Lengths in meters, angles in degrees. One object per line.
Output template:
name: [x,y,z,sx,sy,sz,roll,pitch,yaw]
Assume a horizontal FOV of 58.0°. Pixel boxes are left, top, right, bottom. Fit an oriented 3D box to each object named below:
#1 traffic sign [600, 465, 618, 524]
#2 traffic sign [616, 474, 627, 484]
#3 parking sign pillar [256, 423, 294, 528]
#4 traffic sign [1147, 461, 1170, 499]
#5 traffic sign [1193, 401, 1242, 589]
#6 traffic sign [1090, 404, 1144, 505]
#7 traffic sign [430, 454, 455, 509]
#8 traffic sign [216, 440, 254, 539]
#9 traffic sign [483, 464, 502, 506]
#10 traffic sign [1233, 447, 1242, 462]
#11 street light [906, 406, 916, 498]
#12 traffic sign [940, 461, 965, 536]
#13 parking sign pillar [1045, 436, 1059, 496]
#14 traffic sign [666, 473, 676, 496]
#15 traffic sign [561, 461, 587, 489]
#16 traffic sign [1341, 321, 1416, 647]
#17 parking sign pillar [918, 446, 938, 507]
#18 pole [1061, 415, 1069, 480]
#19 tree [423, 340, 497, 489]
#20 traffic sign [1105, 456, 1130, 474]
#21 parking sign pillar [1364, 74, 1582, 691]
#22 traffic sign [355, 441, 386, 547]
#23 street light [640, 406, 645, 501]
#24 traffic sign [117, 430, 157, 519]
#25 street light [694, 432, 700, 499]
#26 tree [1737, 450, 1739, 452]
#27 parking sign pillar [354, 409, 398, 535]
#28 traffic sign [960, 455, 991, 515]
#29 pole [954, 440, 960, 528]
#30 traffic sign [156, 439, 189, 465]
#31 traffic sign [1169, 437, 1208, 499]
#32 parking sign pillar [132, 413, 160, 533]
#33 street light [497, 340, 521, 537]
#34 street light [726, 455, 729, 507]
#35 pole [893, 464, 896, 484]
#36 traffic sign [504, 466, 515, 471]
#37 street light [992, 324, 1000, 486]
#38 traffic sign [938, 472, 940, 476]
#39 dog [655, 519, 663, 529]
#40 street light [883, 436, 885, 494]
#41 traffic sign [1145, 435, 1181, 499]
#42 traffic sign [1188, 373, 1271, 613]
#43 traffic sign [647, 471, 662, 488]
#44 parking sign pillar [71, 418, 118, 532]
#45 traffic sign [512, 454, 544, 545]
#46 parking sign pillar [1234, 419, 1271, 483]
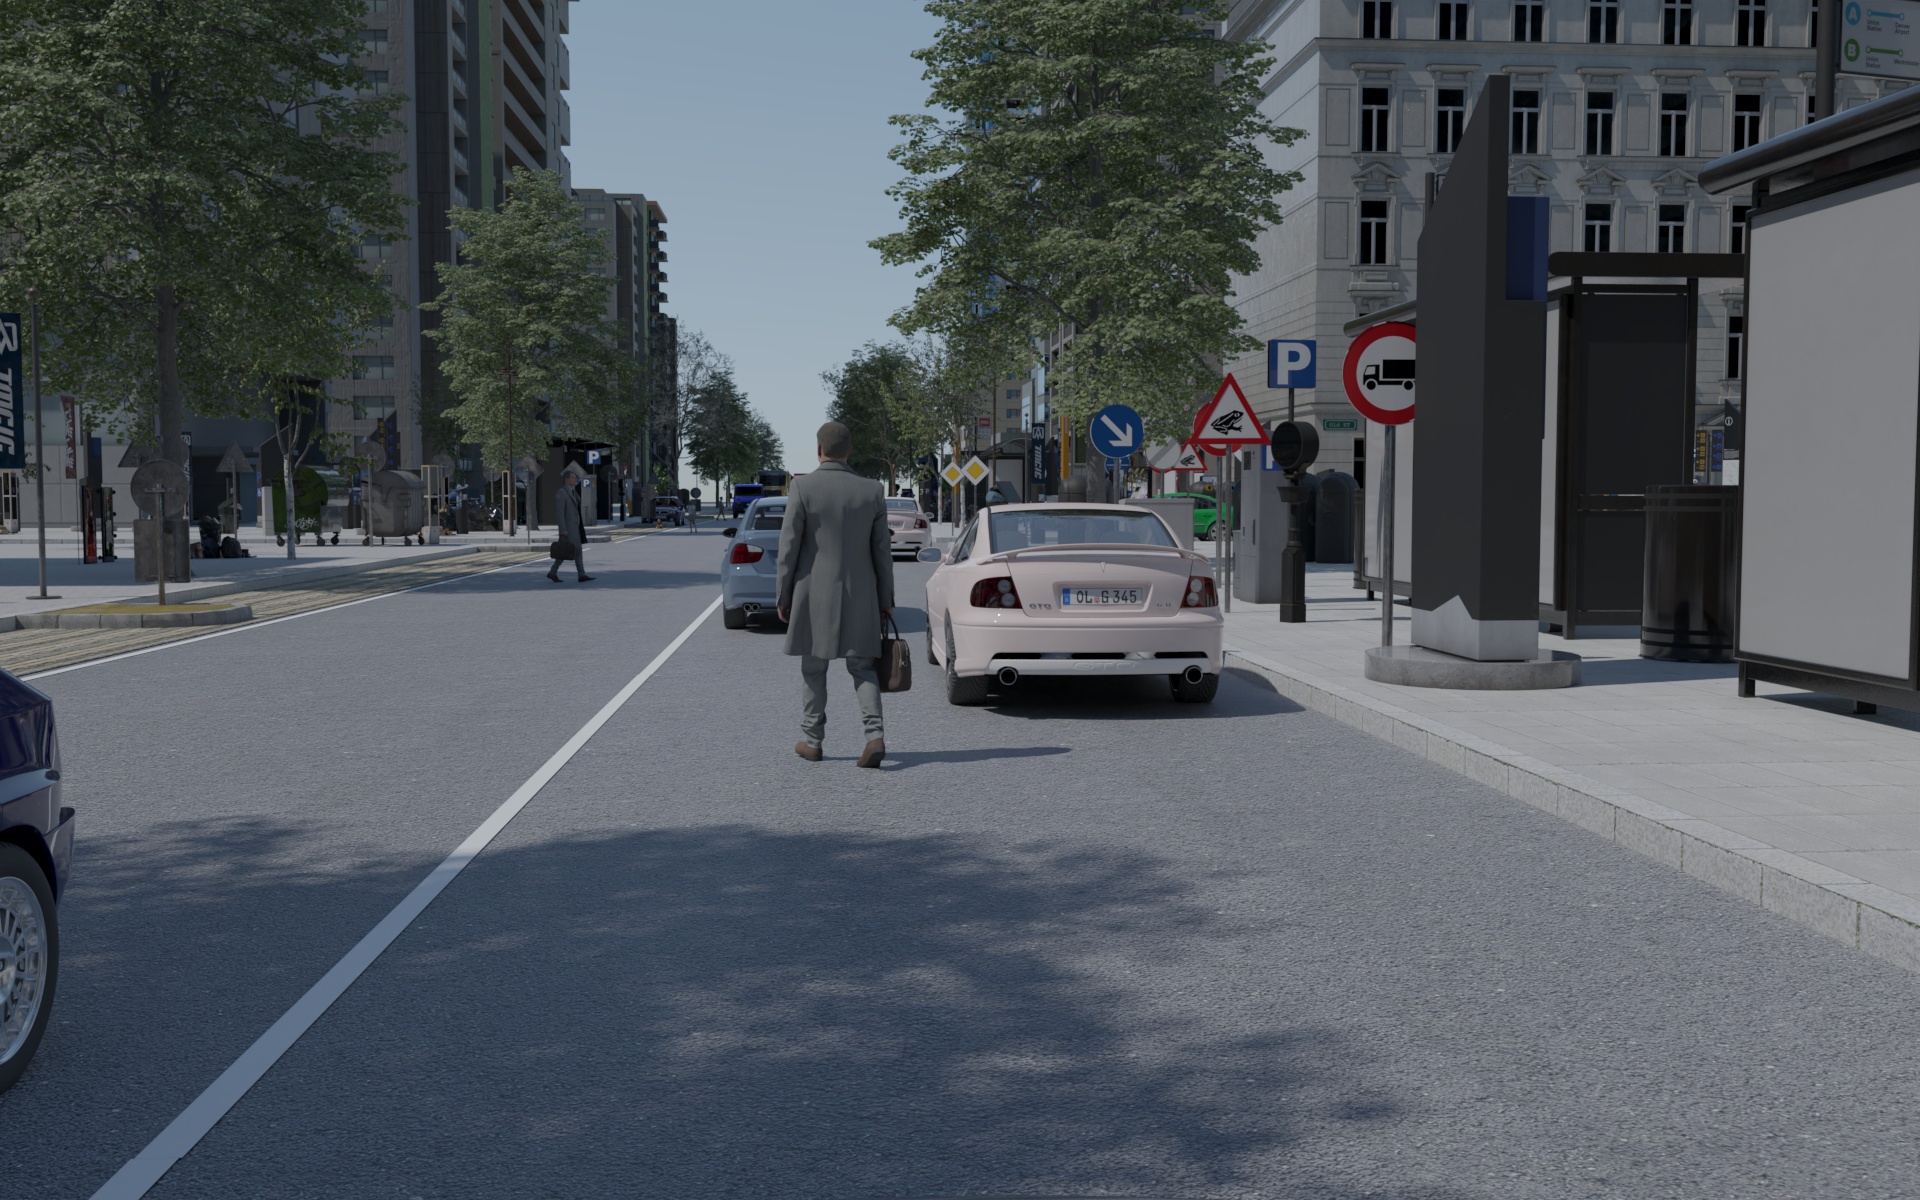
traffic sign: [-15.283,-4.607,75.431,0.768,2.556,0.104,0,4,3]
traffic sign: [-20.994,-6.570,107.518,0.768,2.556,0.104,0,4,-3]
parking sign pillar: [-26.011,-4.730,65.802,1.447,3.967,1.447,3,5,42]
traffic sign: [5.067,-2.654,43.494,0.768,2.556,0.104,0,4,1]
traffic sign: [3.514,-1.428,23.457,0.768,2.556,0.104,0,4,-4]
traffic sign: [2.230,-1.500,24.626,0.768,2.556,0.104,0,4,5]
traffic sign: [-16.320,-3.334,54.615,0.768,2.556,0.104,0,4,-1]
traffic sign: [-17.505,-2.557,41.810,0.884,2.594,0.081,0,4,-3]
traffic sign: [-18.629,-4.213,68.988,0.768,2.556,0.104,0,4,1]
traffic sign: [4.190,-1.473,25.273,0.795,2.450,0.064,0,4,-3]
street light: [-2.499,-7.042,87.918,0.468,5.910,1.993,0,4,-4]
traffic sign: [-0.223,-2.996,52.634,0.795,2.450,0.064,0,4,-4]
parking sign pillar: [4.207,-5.683,81.382,1.447,3.967,1.447,-1,4,-23]
traffic sign: [-18.088,-6.577,107.545,0.884,2.594,0.081,0,4,-2]
traffic sign: [-11.535,-2.944,51.783,0.795,2.450,0.064,0,4,-4]
traffic sign: [3.187,-0.780,12.852,0.768,2.556,0.104,0,4,-2]
parking sign pillar: [-1.659,-6.253,90.701,1.447,3.967,1.447,-2,4,-34]
pole: [2.645,-3.043,43.591,0.158,3.312,0.155,0,3,0]
tree: [-23.360,-7.959,80.491,4.737,8.622,4.395,0,3,0]
traffic sign: [4.726,-3.178,52.060,0.768,2.556,0.104,0,4,1]
parking sign pillar: [3.543,-1.432,11.891,1.447,3.967,1.447,0,4,-5]
traffic sign: [-14.221,-2.548,41.772,0.768,2.556,0.104,0,4,5]
street light: [-16.579,-7.188,90.308,0.468,5.910,1.993,0,4,-4]
traffic sign: [-16.580,-2.141,35.007,0.884,2.594,0.081,0,4,-1]
street light: [-19.480,-9.505,128.198,0.468,5.910,1.993,0,4,-4]
tree: [17.930,-2.665,38.182,1.663,3.219,1.824,0,3,0]
parking sign pillar: [-18.265,-4.036,54.463,1.447,3.967,1.447,1,4,20]
traffic sign: [0.393,-2.509,44.672,0.795,2.450,0.064,0,4,-4]
pole: [-0.115,-4.382,65.490,0.158,3.312,0.155,0,3,0]
traffic sign: [-16.895,-2.265,37.133,0.768,2.556,0.104,0,4,4]
traffic sign: [5.238,-2.431,39.751,0.884,2.594,0.081,0,4,2]
parking sign pillar: [-27.014,-4.256,58.052,1.447,3.967,1.447,-2,4,-30]
street light: [-13.512,-4.849,52.061,0.468,5.910,1.993,0,4,-4]
street light: [-22.520,-11.861,166.720,0.468,5.910,1.993,0,4,-4]
pole: [-4.528,-7.668,119.222,0.158,3.312,0.155,0,3,0]
traffic sign: [-20.141,-4.748,77.735,0.768,2.556,0.104,0,4,-4]
street light: [0.881,-4.374,44.308,0.468,5.910,1.993,0,4,-4]
traffic sign: [-1.341,-5.980,97.878,0.768,2.556,0.104,0,4,5]
dog: [-12.376,-3.099,70.869,0.550,0.427,0.748,2,4,26]
street light: [-5.531,-9.381,126.168,0.468,5.910,1.993,0,4,-4]
traffic sign: [4.282,-2.233,36.611,0.768,2.556,0.104,0,4,1]
traffic sign: [2.887,-1.139,18.629,0.884,2.594,0.081,0,4,2]
traffic sign: [-17.027,-5.900,96.461,0.884,2.594,0.081,0,4,3]
parking sign pillar: [-29.830,-4.348,59.554,1.447,3.967,1.447,-2,4,-32]
traffic sign: [-10.919,-2.457,43.821,0.795,2.450,0.064,0,4,-4]
parking sign pillar: [10.621,-4.550,62.865,1.447,3.967,1.447,1,4,15]
